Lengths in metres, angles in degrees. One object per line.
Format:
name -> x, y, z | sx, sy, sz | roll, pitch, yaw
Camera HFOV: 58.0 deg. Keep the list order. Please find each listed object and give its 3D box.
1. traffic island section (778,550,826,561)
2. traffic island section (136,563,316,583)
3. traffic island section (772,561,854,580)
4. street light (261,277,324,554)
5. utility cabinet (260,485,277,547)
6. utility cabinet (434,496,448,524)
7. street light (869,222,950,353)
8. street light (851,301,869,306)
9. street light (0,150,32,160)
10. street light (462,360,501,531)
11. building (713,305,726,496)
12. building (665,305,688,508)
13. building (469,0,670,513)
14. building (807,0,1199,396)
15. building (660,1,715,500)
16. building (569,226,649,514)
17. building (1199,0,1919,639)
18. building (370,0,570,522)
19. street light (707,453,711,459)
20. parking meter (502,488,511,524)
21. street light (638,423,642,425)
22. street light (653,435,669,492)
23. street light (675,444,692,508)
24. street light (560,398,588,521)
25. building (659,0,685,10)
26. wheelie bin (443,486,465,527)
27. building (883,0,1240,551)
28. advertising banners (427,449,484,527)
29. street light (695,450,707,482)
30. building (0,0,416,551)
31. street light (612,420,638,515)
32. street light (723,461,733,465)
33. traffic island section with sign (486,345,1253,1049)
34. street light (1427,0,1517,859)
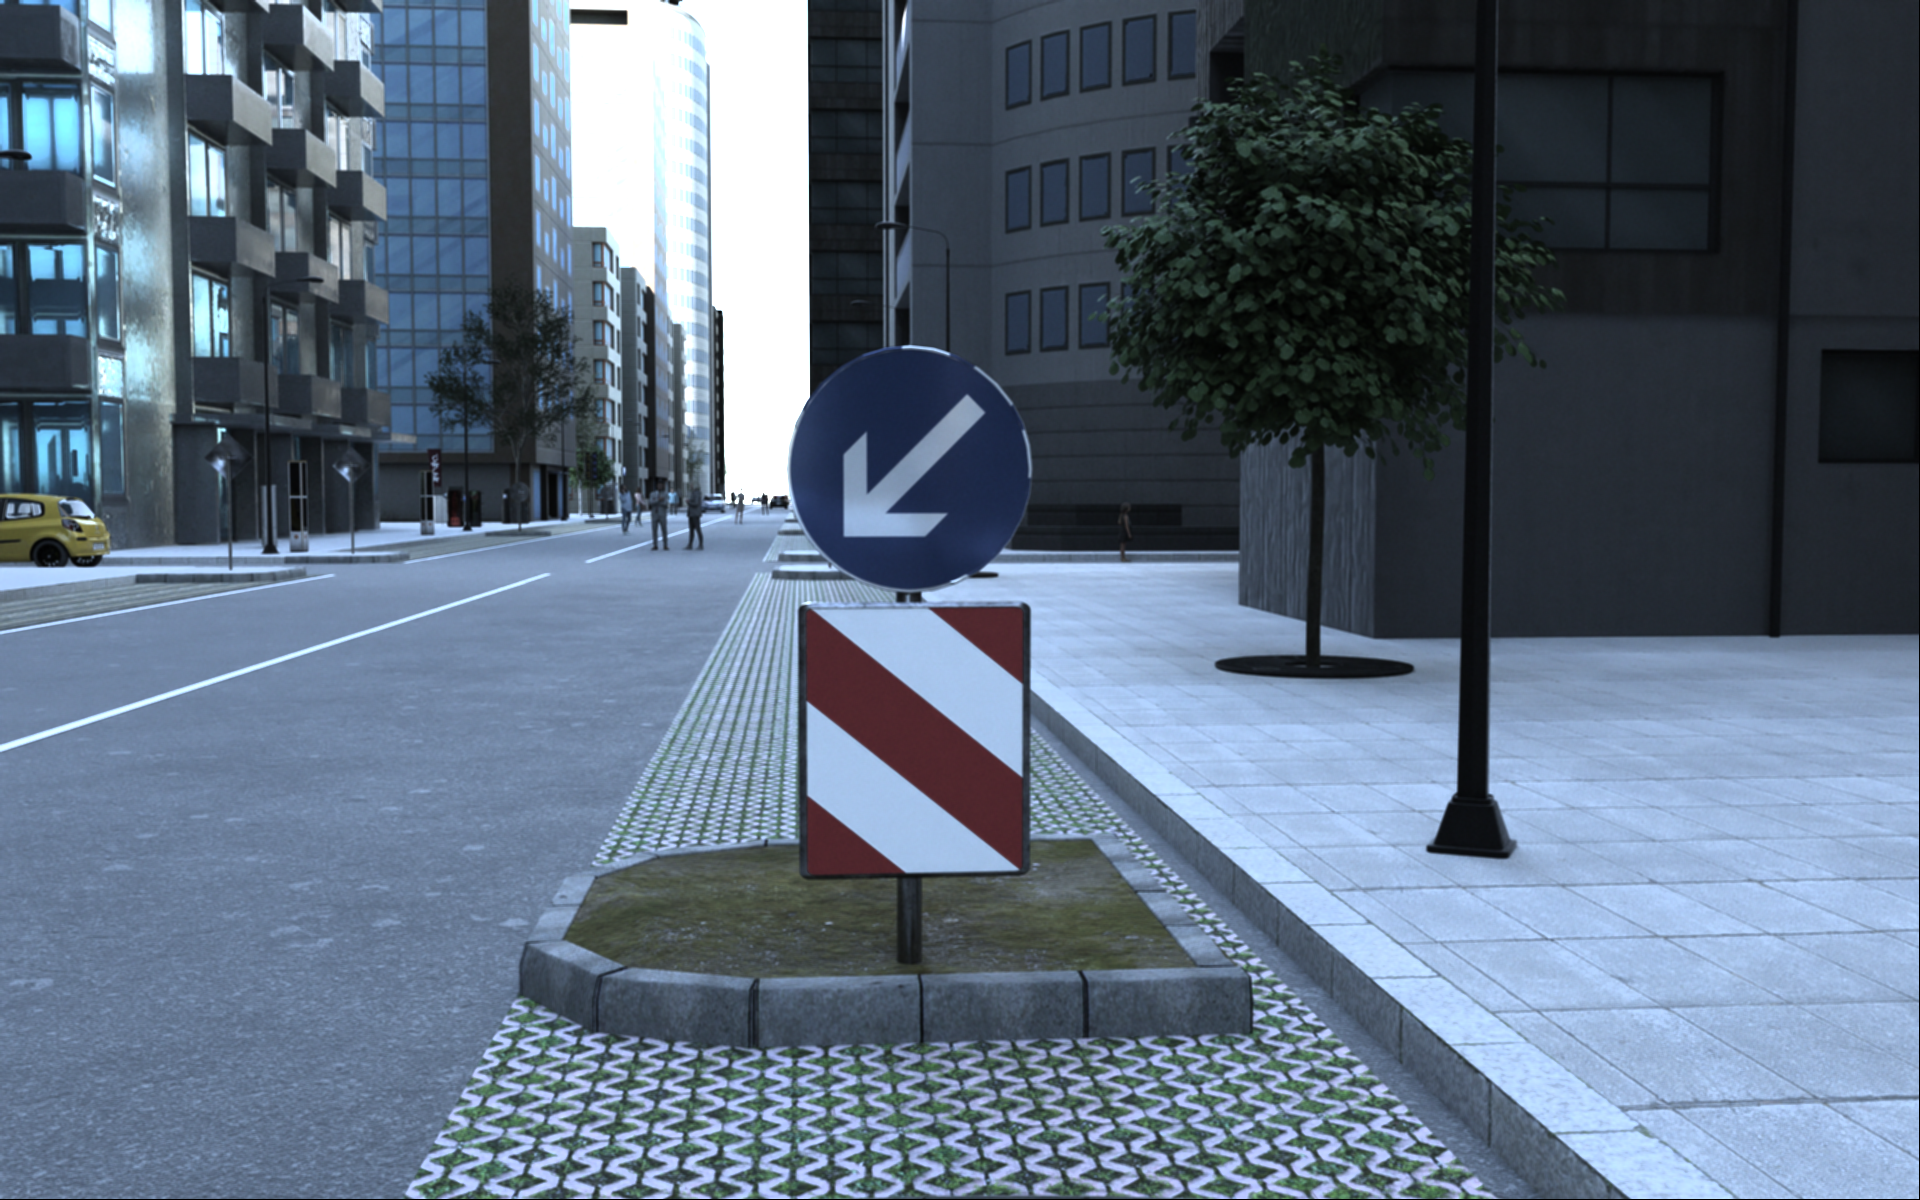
traffic island section -> -2.967, -0.961, 37.998 | 2.009, 0.180, 2.903 | 0, 4, -5
traffic island section -> -12.285, -0.419, 29.131 | 2.009, 0.180, 2.903 | 0, 4, -5
traffic island section -> -2.236, -0.475, 30.047 | 2.009, 0.180, 2.903 | 0, 4, -5
street light -> -14.290, -3.949, 37.105 | 1.470, 5.913, 1.316 | 0, 4, -5
utility cabinet -> -16.615, -2.014, 41.601 | 0.318, 1.500, 1.173 | -2, 4, -24
utility cabinet -> -22.687, -3.961, 75.930 | 0.306, 1.237, 1.020 | 2, 4, 32
street light -> -0.744, -3.499, 29.753 | 1.470, 5.913, 1.316 | 0, 4, -5
street light -> -1.922, -4.237, 41.812 | 1.470, 5.913, 1.316 | 0, 4, -5
street light -> -13.231, -3.116, 23.483 | 1.470, 5.913, 1.316 | 0, 4, -5
street light -> -16.641, -5.366, 60.276 | 1.470, 5.913, 1.316 | 0, 4, -5
building -> -42.590, -29.861, 259.930 | 14.160, 30.474, 14.107 | 0, 4, -5
building -> -41.440, -19.793, 168.661 | 27.650, 21.520, 28.899 | 0, 4, -5
building -> -32.400, -30.401, 147.163 | 14.600, 45.320, 14.200 | 0, 4, -5
building -> 0.905, -18.217, 69.544 | 14.160, 30.474, 14.107 | 0, 4, -5
building -> -40.785, -40.670, 206.958 | 21.231, 58.520, 28.212 | 0, 4, -5
building -> -37.887, -17.135, 125.204 | 27.650, 21.520, 28.899 | 0, 4, -5
building -> 10.030, -15.301, 21.878 | 14.160, 30.474, 14.107 | 0, 4, -5
building -> -26.766, -26.529, 83.862 | 14.600, 45.320, 14.200 | 0, 4, -5
street light -> -29.045, -13.652, 195.743 | 1.470, 5.913, 1.316 | 0, 4, -5
parking meter -> -19.537, -4.046, 74.558 | 0.372, 1.533, 0.369 | 0, 3, 0
street light -> -21.529, -8.617, 113.434 | 1.470, 5.913, 1.316 | 0, 4, -5
street light -> -23.721, -10.067, 137.141 | 1.470, 5.913, 1.316 | 0, 4, -5
street light -> -25.781, -11.486, 160.338 | 1.470, 5.913, 1.316 | 0, 4, -5
street light -> -18.581, -6.786, 83.484 | 1.470, 5.913, 1.316 | 0, 4, -5
building -> -44.930, -56.436, 235.398 | 22.319, 86.520, 31.000 | 0, 4, -5
wheelie bin -> -19.831, -3.681, 68.093 | 0.980, 1.594, 0.693 | 0, 4, -7
building -> 12.339, -30.924, 47.603 | 28.212, 58.520, 21.231 | 0, 4, -5
advertising banners -> -19.576, -4.343, 67.192 | 2.074, 3.025, 0.090 | -1, 4, -9
street light -> -27.974, -12.947, 184.219 | 1.470, 5.913, 1.316 | 0, 4, -5
building -> -29.817, -26.263, 49.003 | 23.786, 49.044, 30.456 | 0, 4, -5
street light -> -21.063, -8.280, 107.915 | 1.470, 5.913, 1.316 | 0, 4, -5
street light -> -35.541, -17.939, 265.843 | 1.470, 5.913, 1.316 | 0, 4, -5
traffic island section with sign -> -0.306, 0.197, 5.415 | 1.989, 1.847, 2.006 | 0, 4, -5
street light -> 1.313, -2.049, 6.044 | 1.470, 5.913, 1.316 | 0, 4, -5
